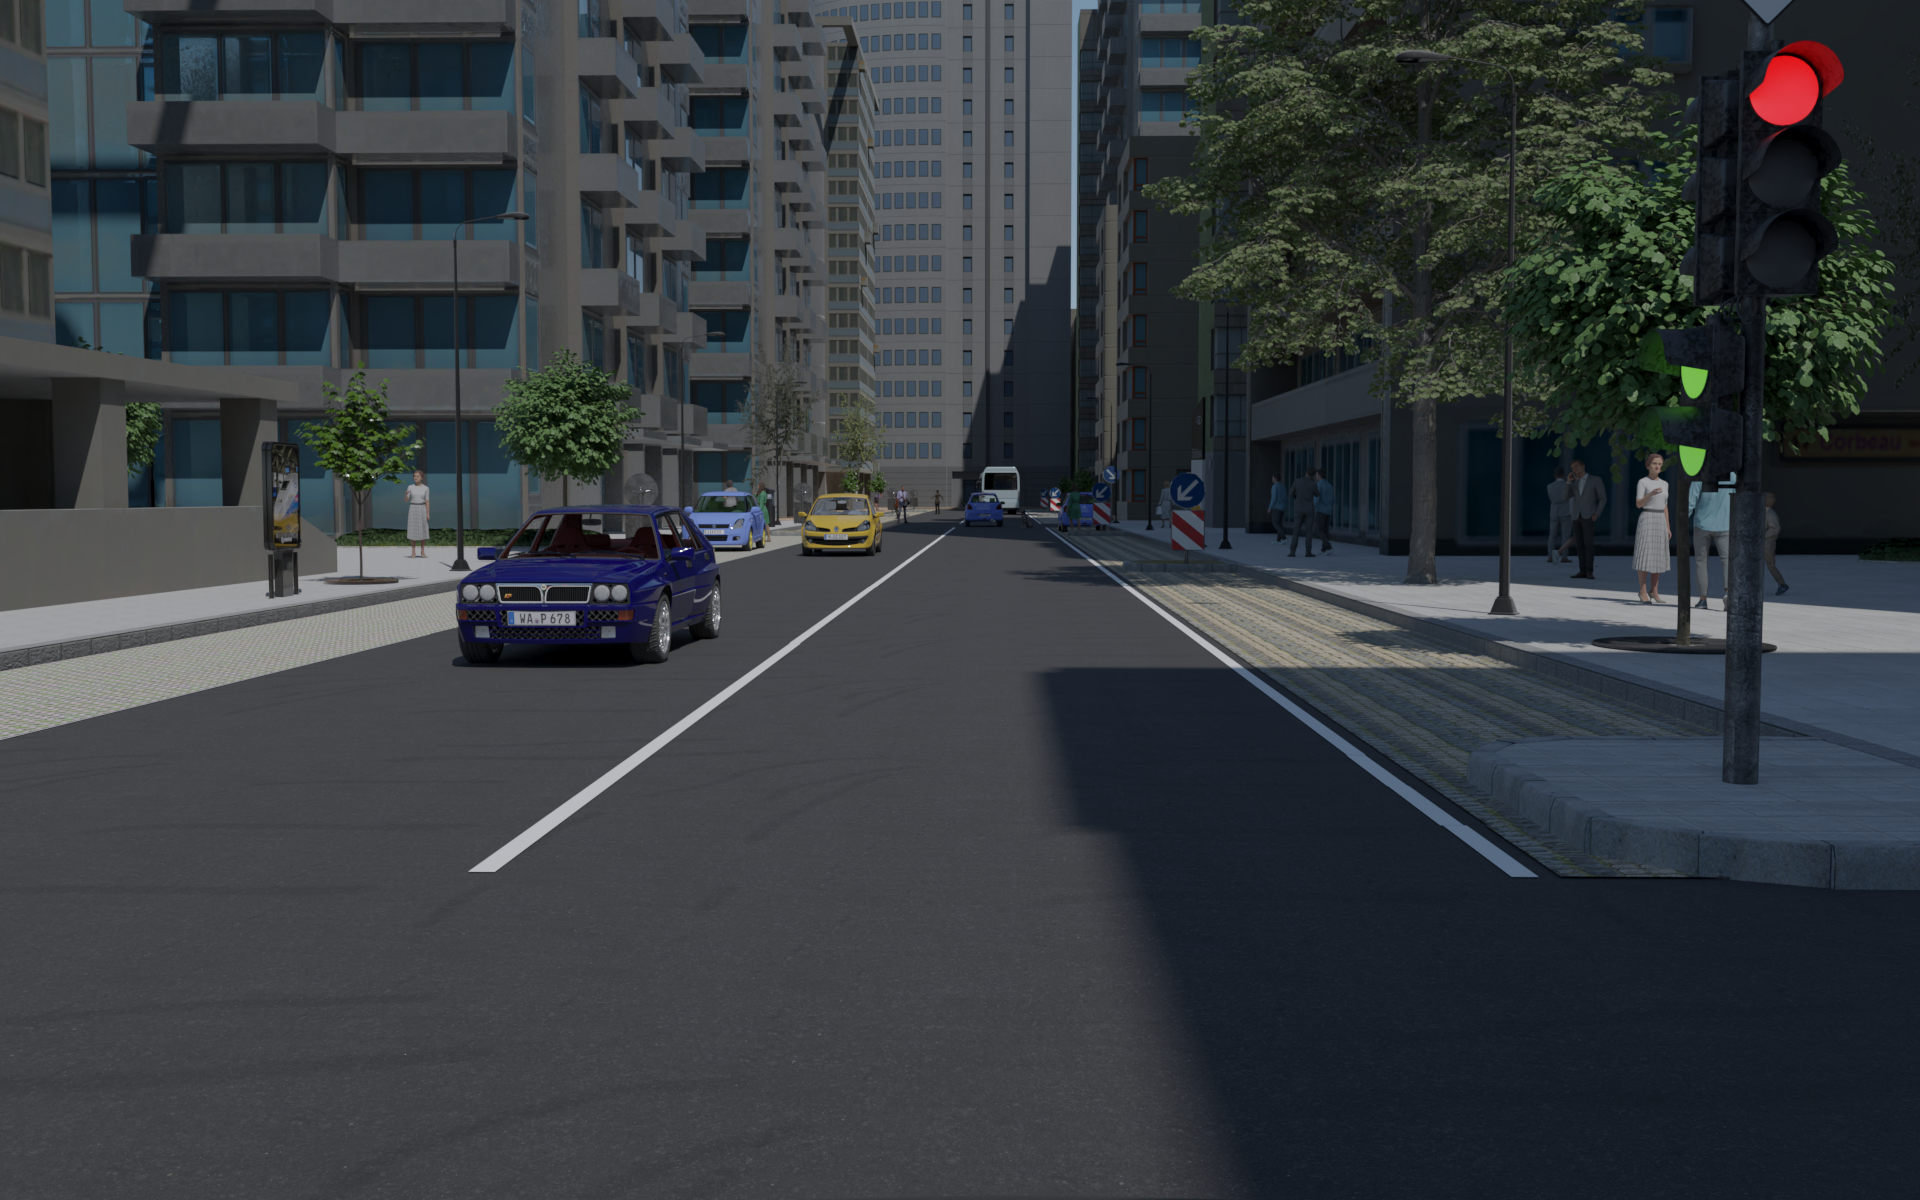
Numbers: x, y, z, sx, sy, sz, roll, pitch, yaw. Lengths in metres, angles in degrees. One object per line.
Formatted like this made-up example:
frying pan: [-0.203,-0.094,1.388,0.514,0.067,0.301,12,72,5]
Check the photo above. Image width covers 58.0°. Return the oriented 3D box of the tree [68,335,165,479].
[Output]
tree: [-18.152,-3.201,36.052,4.285,4.588,4.351,0,3,0]

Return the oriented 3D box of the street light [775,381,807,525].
street light: [-6.957,-6.024,71.040,1.470,5.913,1.316,0,4,1]

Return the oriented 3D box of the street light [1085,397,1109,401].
street light: [6.673,-6.737,82.690,1.470,5.913,1.316,0,4,1]

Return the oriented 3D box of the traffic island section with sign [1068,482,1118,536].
traffic island section with sign: [4.708,-3.108,59.438,1.989,1.847,2.006,0,4,1]

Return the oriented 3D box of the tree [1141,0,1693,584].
tree: [6.515,-6.530,24.895,7.486,12.596,7.792,0,3,0]

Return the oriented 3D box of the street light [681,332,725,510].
street light: [-7.440,-4.724,49.785,1.470,5.913,1.316,0,4,1]

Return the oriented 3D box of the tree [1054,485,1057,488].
tree: [8.844,-9.421,148.639,1.663,3.219,1.824,0,3,0]

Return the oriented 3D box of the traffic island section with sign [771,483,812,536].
traffic island section with sign: [-5.393,-3.115,59.554,1.989,1.847,2.006,0,4,1]

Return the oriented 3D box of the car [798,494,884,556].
car: [-2.787,-1.898,41.254,2.015,1.641,3.980,0,4,1]

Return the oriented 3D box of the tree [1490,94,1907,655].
tree: [6.103,-1.882,14.477,4.285,4.588,4.351,0,3,0]

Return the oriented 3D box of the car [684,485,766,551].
car: [-5.988,-2.113,44.135,1.945,1.707,3.694,0,4,1]

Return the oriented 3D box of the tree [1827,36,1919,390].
tree: [15.020,-4.582,25.285,4.360,8.622,3.978,0,3,0]

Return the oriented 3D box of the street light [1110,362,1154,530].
street light: [6.182,-5.421,61.169,1.470,5.913,1.316,0,4,1]

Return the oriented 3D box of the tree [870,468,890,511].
tree: [-6.138,-8.273,129.869,1.663,3.219,1.824,0,3,0]

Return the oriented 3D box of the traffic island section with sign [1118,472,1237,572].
traffic island section with sign: [4.077,-1.459,32.490,1.989,1.847,2.006,0,4,1]

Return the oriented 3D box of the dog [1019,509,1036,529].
dog: [2.873,-3.355,71.696,0.800,0.831,0.513,1,4,15]

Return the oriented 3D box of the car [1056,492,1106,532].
car: [4.630,-3.448,65.966,1.945,1.707,3.694,0,4,0]

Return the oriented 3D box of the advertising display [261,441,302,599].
advertising display: [-8.463,-1.004,21.633,0.123,1.923,0.974,0,4,-2]

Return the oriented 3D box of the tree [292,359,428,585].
tree: [-8.479,-1.850,24.842,1.663,3.219,1.824,0,3,0]

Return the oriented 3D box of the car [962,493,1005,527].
car: [1.060,-4.153,77.489,1.945,1.707,3.694,0,4,0]

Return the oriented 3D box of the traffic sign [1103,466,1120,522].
traffic sign: [6.839,-4.778,78.233,0.768,2.556,0.104,0,4,4]

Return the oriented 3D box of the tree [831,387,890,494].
tree: [-7.056,-10.353,119.634,4.737,8.622,4.395,0,3,0]

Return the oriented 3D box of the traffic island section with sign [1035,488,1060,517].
traffic island section with sign: [5.889,-6.166,109.438,1.989,1.847,2.006,0,4,1]

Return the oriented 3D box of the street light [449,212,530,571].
street light: [-7.787,-3.434,28.694,1.470,5.913,1.316,0,4,1]

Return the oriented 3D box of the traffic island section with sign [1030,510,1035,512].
traffic island section with sign: [6.518,-7.814,136.385,1.989,1.847,2.006,0,4,1]

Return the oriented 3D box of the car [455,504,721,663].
car: [-3.311,-0.204,15.923,1.945,1.354,3.894,0,4,2]

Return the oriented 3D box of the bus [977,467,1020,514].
bus: [2.749,-7.948,124.817,2.948,3.499,13.247,0,4,0]

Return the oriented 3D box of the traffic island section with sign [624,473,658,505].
traffic island section with sign: [-6.039,-1.463,32.548,1.989,1.847,2.006,0,4,1]

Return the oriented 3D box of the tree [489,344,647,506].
tree: [-8.621,-3.332,38.200,4.285,4.588,4.351,0,3,0]

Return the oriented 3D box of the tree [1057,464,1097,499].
tree: [7.917,-7.468,116.696,1.663,3.219,1.824,0,3,0]

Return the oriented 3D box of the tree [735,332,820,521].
tree: [-8.427,-7.898,79.489,4.360,8.622,3.978,0,3,0]

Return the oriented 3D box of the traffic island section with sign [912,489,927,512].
traffic island section with sign: [-3.589,-7.864,137.206,1.989,1.847,2.006,0,4,1]

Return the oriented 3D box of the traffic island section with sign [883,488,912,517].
traffic island section with sign: [-4.224,-6.191,109.857,1.989,1.847,2.006,0,4,1]

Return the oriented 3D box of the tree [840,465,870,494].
tree: [-7.159,-7.416,115.849,1.663,3.219,1.824,0,3,0]

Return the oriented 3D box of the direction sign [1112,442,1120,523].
direction sign: [6.859,-5.140,76.038,0.379,3.537,0.876,0,4,7]
